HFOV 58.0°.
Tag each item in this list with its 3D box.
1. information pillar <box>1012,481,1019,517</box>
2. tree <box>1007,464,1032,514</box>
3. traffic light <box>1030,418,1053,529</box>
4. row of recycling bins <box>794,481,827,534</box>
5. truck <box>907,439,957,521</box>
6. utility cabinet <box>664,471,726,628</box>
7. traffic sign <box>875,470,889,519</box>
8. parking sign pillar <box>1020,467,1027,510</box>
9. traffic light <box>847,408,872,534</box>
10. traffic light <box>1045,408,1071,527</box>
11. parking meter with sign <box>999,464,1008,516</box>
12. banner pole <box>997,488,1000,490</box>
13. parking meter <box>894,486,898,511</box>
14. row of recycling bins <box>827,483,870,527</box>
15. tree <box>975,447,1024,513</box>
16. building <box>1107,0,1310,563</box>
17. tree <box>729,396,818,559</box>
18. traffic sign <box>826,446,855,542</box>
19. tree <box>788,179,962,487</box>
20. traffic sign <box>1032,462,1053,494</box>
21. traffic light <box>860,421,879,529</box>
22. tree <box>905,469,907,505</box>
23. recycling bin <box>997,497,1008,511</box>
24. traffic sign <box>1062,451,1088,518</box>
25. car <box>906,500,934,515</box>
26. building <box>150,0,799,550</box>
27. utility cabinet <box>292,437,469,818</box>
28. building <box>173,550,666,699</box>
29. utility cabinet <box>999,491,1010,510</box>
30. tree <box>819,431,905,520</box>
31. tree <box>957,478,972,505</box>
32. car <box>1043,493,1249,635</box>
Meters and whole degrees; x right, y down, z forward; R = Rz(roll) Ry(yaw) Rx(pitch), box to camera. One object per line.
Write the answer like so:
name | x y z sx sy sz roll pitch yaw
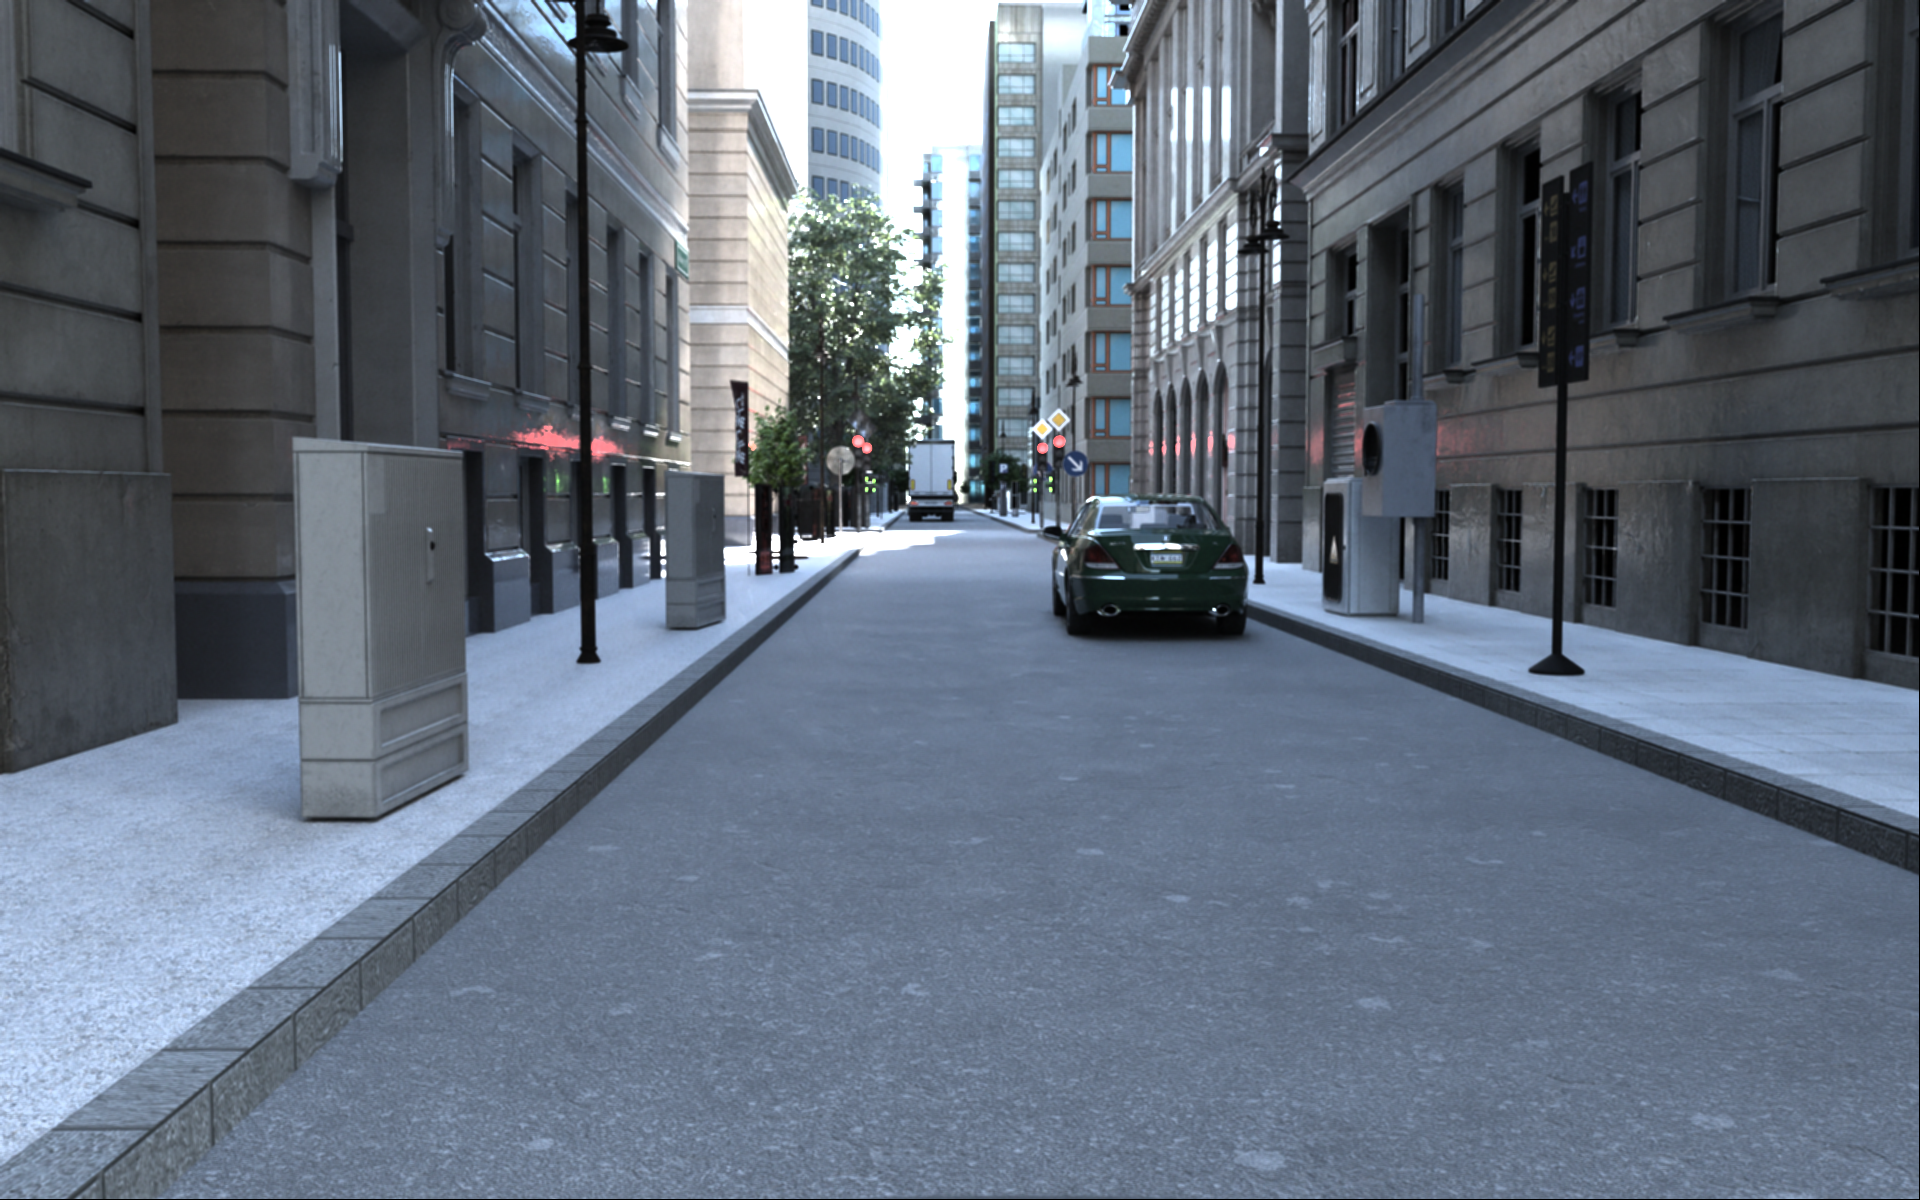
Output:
information pillar | 3.123 -5.706 97.777 0.304 2.012 0.304 2 4 28
tree | 3.745 -7.185 112.073 1.663 3.219 1.824 0 3 0
traffic light | 3.031 -4.615 64.380 0.839 4.253 0.868 0 4 -1
row of recycling bins | -6.260 -3.023 56.541 3.534 1.692 1.069 0 4 6
truck | -1.530 -6.438 94.179 2.839 4.237 11.283 0 4 -1
utility cabinet | -2.557 -0.500 16.859 0.318 1.500 1.173 0 4 6
traffic sign | -4.067 -5.478 89.678 0.768 2.556 0.104 0 4 7
parking sign pillar | 5.453 -9.081 136.945 1.447 3.967 1.447 2 4 29
traffic light | -3.270 -4.118 56.252 0.839 4.253 0.868 0 4 -1
traffic light | 3.190 -4.127 56.397 0.839 4.253 0.868 0 4 -1
parking meter with sign | 2.513 -6.332 99.787 0.543 3.016 1.738 0 4 2
banner pole | 3.204 -8.859 134.865 0.863 3.779 0.401 2 4 30
parking meter | -4.779 -7.561 129.328 0.255 1.863 0.399 1 4 16
row of recycling bins | -5.054 -3.688 67.411 3.534 1.692 1.069 2 4 30
tree | 2.750 -8.319 119.724 4.285 4.588 4.351 0 3 0
building | 11.527 -12.316 43.173 13.314 21.916 24.055 0 4 -1
tree | -3.518 -2.440 34.499 1.663 3.219 1.824 0 3 0
traffic sign | -3.174 -2.809 46.038 0.768 2.556 0.104 0 3 0
tree | -5.029 -10.052 70.999 9.857 13.997 8.962 0 3 0
traffic sign | 3.135 -4.014 65.727 0.768 2.556 0.104 0 4 7
traffic light | -3.429 -4.606 64.236 0.839 4.253 0.868 0 4 -1
tree | -5.524 -7.252 102.282 4.285 4.588 4.351 0 3 0
recycling bin | 3.154 -7.108 128.767 0.722 1.027 0.722 0 4 -6
traffic sign | 3.411 -3.127 51.236 0.768 2.556 0.104 0 4 5
car | -2.663 -6.462 117.657 2.014 1.417 4.499 0 4 -3
building | -14.908 -16.015 47.745 20.117 28.700 13.634 0 4 -1
utility cabinet | -2.396 0.085 7.289 0.318 1.500 1.173 0 4 2
building | -10.612 -14.289 19.535 13.634 28.700 20.117 0 4 -1
utility cabinet | 3.495 -7.995 139.393 0.318 1.500 1.173 3 5 42
tree | -5.325 -6.170 84.596 4.285 4.588 4.351 0 3 0
tree | 0.602 -12.990 206.982 1.663 3.219 1.824 0 3 0
car | 2.006 -0.445 19.080 2.131 1.459 4.920 0 4 0
